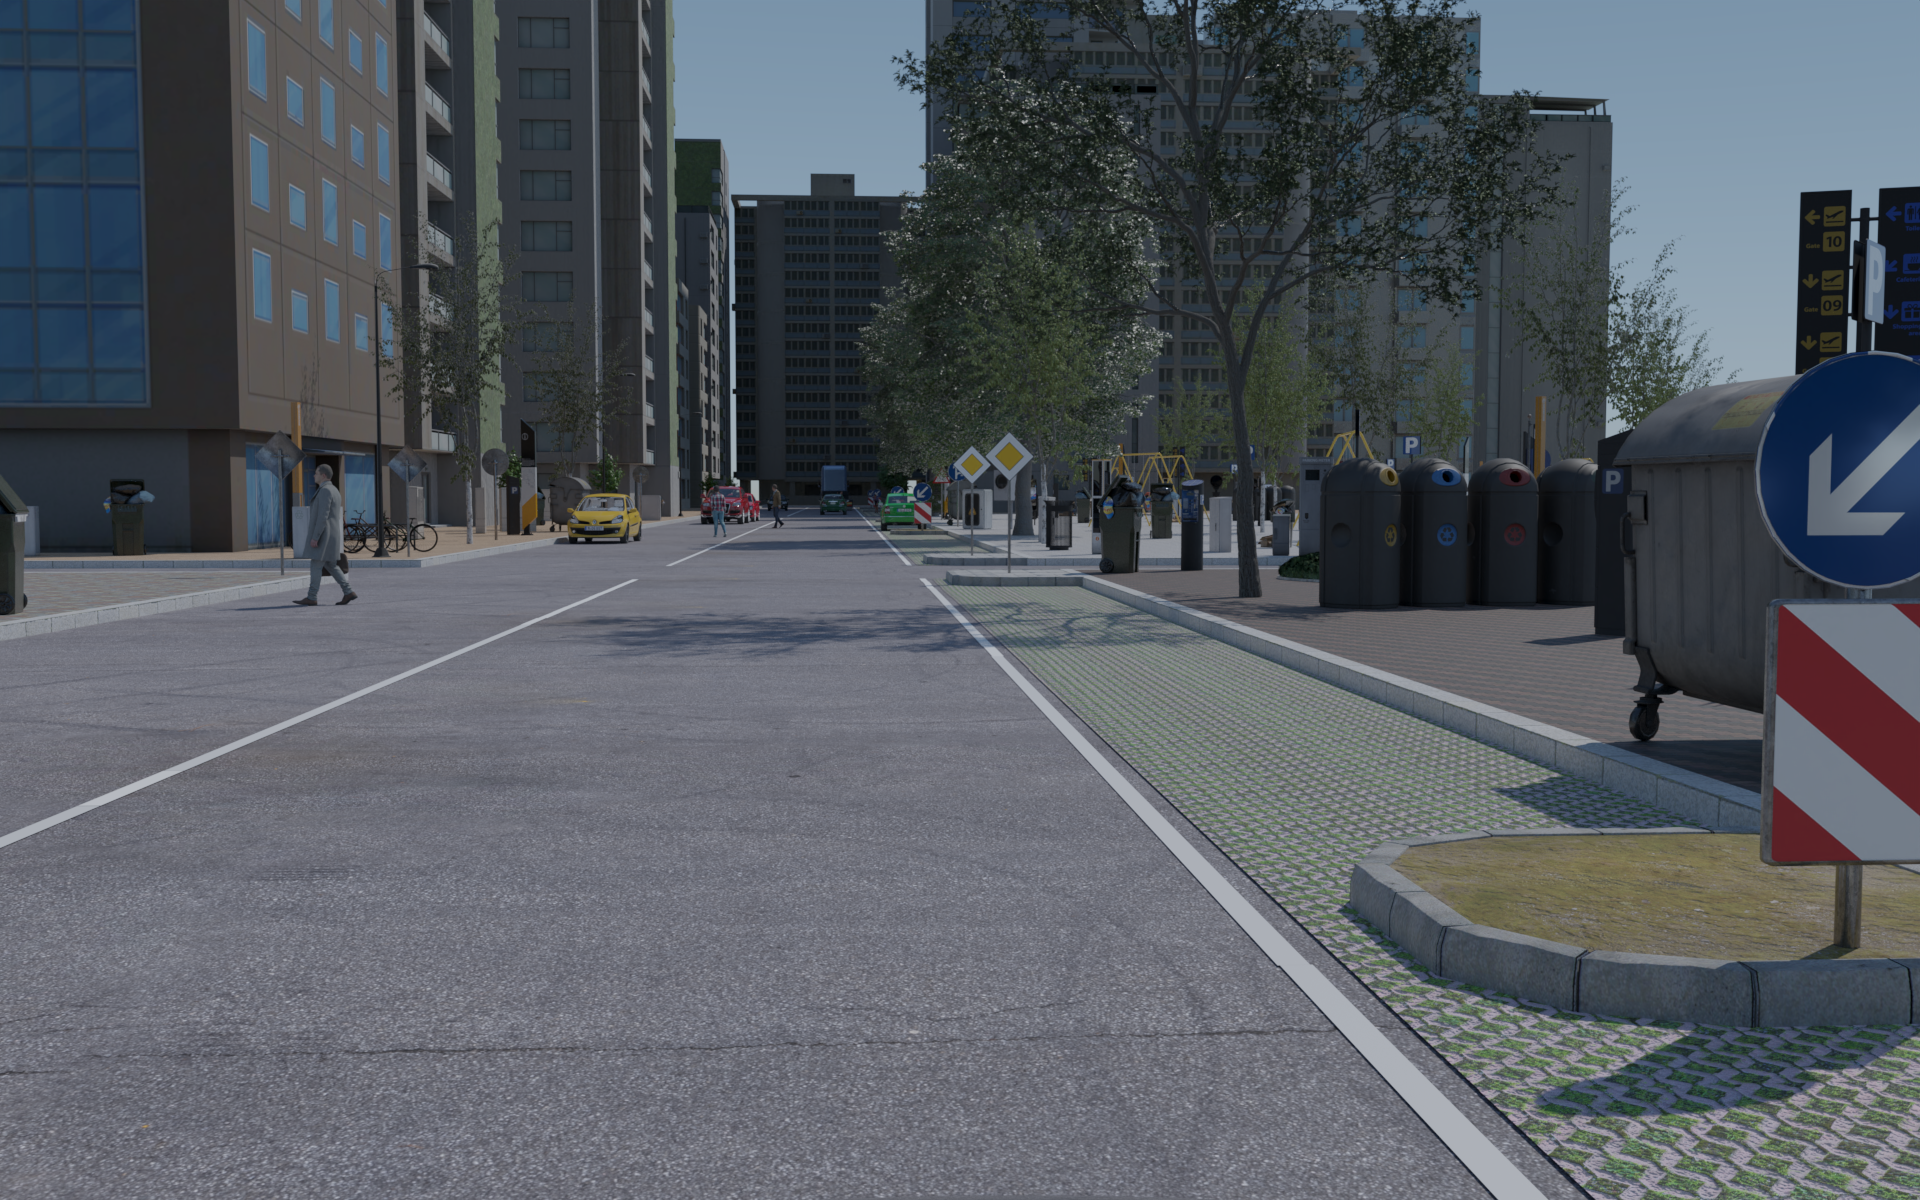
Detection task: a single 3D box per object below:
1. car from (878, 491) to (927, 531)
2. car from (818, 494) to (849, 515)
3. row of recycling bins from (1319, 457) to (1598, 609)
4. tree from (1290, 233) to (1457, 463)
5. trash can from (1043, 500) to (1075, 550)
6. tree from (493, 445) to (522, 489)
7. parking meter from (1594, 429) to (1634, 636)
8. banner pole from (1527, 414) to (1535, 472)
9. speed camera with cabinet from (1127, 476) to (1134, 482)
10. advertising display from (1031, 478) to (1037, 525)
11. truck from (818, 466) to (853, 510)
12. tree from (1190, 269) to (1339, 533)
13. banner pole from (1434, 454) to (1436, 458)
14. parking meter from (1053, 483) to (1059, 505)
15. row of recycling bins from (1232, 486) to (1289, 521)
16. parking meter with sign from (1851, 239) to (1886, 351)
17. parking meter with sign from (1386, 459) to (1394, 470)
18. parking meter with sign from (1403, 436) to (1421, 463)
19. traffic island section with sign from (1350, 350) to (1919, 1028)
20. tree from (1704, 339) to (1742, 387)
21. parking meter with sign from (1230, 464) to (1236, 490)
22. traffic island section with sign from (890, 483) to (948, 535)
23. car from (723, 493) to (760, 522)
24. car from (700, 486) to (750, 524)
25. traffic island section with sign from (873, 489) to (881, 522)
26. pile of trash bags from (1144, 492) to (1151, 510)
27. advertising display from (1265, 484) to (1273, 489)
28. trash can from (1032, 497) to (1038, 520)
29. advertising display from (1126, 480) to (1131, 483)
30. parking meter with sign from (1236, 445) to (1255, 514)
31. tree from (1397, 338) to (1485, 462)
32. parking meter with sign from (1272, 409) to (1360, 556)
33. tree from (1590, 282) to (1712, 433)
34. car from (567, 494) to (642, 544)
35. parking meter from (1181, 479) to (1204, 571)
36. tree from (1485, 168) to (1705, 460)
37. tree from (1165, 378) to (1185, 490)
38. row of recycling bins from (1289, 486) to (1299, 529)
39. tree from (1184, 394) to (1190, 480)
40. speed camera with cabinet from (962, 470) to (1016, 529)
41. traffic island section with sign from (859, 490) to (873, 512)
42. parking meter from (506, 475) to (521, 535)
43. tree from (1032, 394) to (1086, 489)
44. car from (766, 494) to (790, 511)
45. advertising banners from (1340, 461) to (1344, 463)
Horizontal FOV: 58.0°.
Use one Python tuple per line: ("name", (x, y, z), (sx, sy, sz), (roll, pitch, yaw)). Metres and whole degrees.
("car", (-2.256, -3.646, 68.405), (1.959, 1.807, 4.718), (0, 4, -3))
("car", (-8.757, -6.619, 120.024), (2.131, 1.459, 4.920), (0, 4, -3))
("row of recycling bins", (5.826, -0.787, 19.976), (3.534, 1.692, 1.069), (-1, 4, -13))
("tree", (11.361, -6.001, 48.477), (4.360, 8.622, 3.978), (0, 3, 0))
("trash can", (2.268, -1.713, 39.655), (0.748, 1.137, 0.748), (0, 3, 0))
("tree", (-17.466, -4.504, 68.248), (1.663, 3.219, 1.824), (0, 3, 0))
("parking meter", (5.998, -0.614, 15.754), (0.255, 1.863, 0.399), (-2, 4, -31))
("banner pole", (18.000, -3.931, 54.291), (0.401, 3.779, 0.863), (-2, 4, -31))
("speed camera with cabinet", (7.970, -5.788, 88.965), (2.038, 3.252, 0.660), (-2, 4, -33))
("advertising display", (2.731, -4.018, 70.914), (0.974, 1.923, 0.123), (-3, 4, -36))
("truck", (-11.348, -10.309, 158.309), (2.967, 4.110, 18.799), (0, 4, -6))
("tree", (10.325, -6.552, 57.483), (4.737, 8.622, 4.395), (0, 3, 0))
("banner pole", (29.473, -7.242, 108.423), (0.863, 3.779, 0.401), (2, 4, 26))
("parking meter", (5.148, -5.353, 93.239), (0.255, 1.863, 0.399), (-1, 4, -8))
("row of recycling bins", (14.701, -4.670, 83.471), (3.534, 1.692, 1.069), (-2, 4, -29))
("parking meter with sign", (6.945, -0.937, 11.578), (1.738, 3.016, 0.543), (3, 5, 40))
("parking meter with sign", (20.855, -5.531, 86.699), (0.543, 3.016, 1.738), (-3, 4, -36))
("parking meter with sign", (14.128, -3.460, 52.839), (0.543, 3.016, 1.738), (3, 5, 39))
("traffic island section with sign", (2.369, 0.186, 5.580), (1.989, 1.847, 2.006), (0, 4, -4))
("tree", (27.484, -7.123, 66.825), (4.360, 8.622, 3.978), (0, 3, 0))
("parking meter with sign", (16.318, -6.383, 100.623), (0.543, 3.016, 1.738), (-1, 4, -19))
("traffic island section with sign", (-1.466, -3.216, 61.204), (1.989, 1.847, 2.006), (0, 4, -4))
("car", (-11.449, -4.964, 90.199), (2.155, 1.783, 4.494), (0, 4, -2))
("car", (-11.307, -4.582, 83.596), (2.281, 1.827, 5.304), (0, 4, -2))
("traffic island section with sign", (-3.305, -4.860, 88.096), (1.989, 1.847, 2.006), (0, 4, -4))
("pile of trash bags", (10.602, -4.781, 87.928), (1.912, 1.369, 3.447), (-3, 4, -38))
("advertising display", (19.605, -6.489, 111.308), (0.974, 1.923, 0.123), (0, 4, -8))
("trash can", (3.645, -4.634, 87.422), (0.748, 1.137, 0.748), (0, 3, 0))
("advertising display", (7.625, -4.538, 79.402), (0.123, 1.923, 0.974), (-1, 4, -18))
("parking meter with sign", (10.323, -4.032, 62.184), (0.543, 3.016, 1.738), (1, 4, 11))
("tree", (22.936, -8.078, 82.432), (4.737, 8.622, 4.395), (0, 3, 0))
("parking meter with sign", (7.367, -2.422, 35.861), (1.738, 3.016, 0.543), (1, 4, 14))
("tree", (24.110, -6.772, 61.084), (4.737, 8.622, 4.395), (0, 3, 0))
("car", (-10.495, -2.508, 51.235), (2.015, 1.641, 3.980), (0, 4, -2))
("parking meter", (3.901, -1.265, 29.089), (0.372, 1.533, 0.369), (0, 3, 0))
("tree", (14.308, -5.483, 40.003), (4.360, 8.622, 3.978), (0, 3, 0))
("tree", (13.785, -9.449, 104.848), (4.737, 8.622, 4.395), (0, 3, 0))
("row of recycling bins", (13.692, -3.356, 61.978), (3.534, 1.692, 1.069), (-1, 4, -21))
("tree", (15.175, -8.701, 92.623), (4.737, 8.622, 4.395), (0, 3, 0))
("speed camera with cabinet", (1.071, -4.208, 63.141), (2.038, 3.252, 0.660), (2, 4, 34))
("traffic island section with sign", (-8.561, -9.540, 164.607), (1.989, 1.847, 2.006), (0, 4, -4))
("parking meter", (-13.991, -2.970, 54.275), (0.399, 1.863, 0.255), (-3, 4, -37))
("tree", (4.489, -8.568, 90.448), (4.360, 8.622, 3.978), (0, 3, 0))
("car", (-15.581, -8.457, 148.050), (2.009, 1.686, 4.222), (0, 4, -6))
("advertising banners", (20.375, -5.772, 90.568), (0.090, 3.025, 2.074), (-1, 4, -18))
